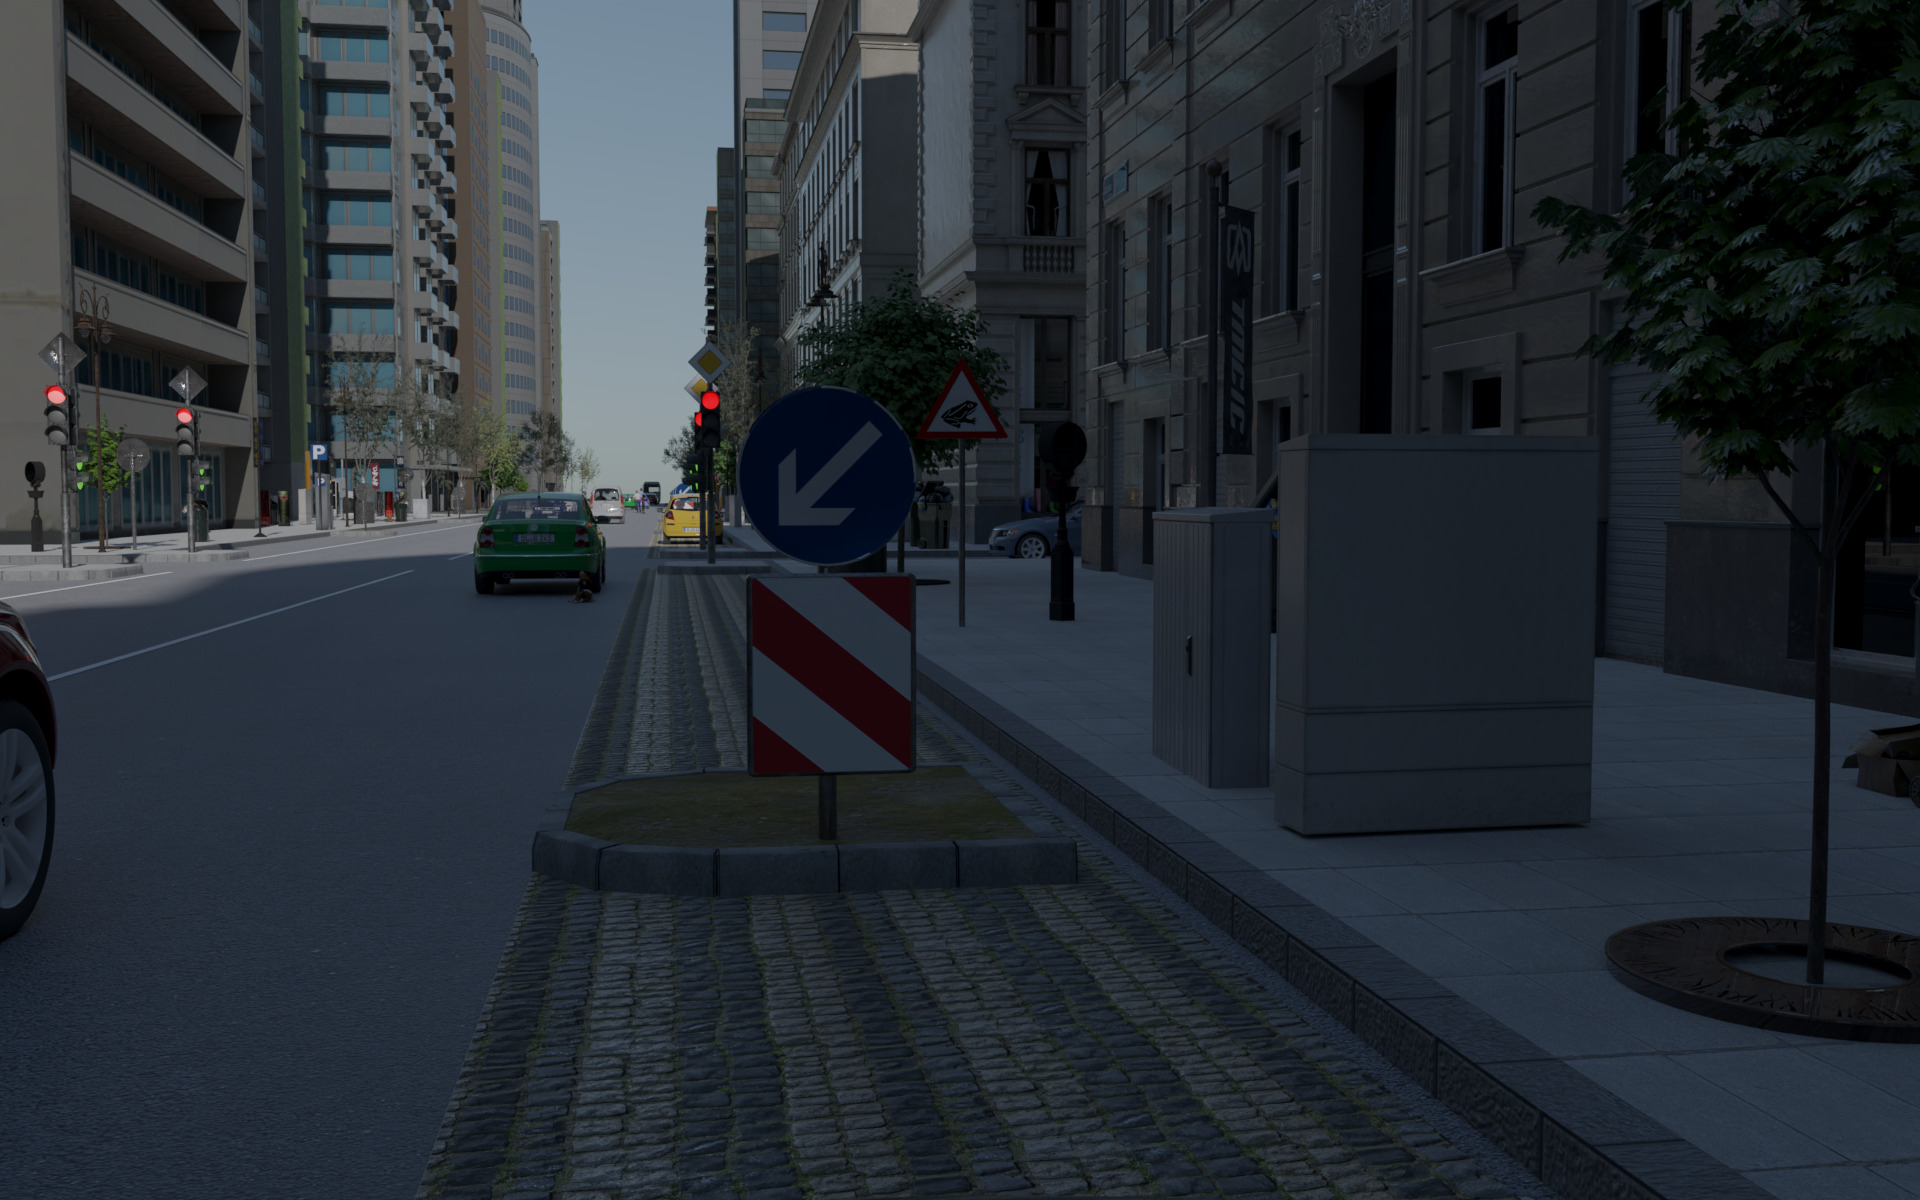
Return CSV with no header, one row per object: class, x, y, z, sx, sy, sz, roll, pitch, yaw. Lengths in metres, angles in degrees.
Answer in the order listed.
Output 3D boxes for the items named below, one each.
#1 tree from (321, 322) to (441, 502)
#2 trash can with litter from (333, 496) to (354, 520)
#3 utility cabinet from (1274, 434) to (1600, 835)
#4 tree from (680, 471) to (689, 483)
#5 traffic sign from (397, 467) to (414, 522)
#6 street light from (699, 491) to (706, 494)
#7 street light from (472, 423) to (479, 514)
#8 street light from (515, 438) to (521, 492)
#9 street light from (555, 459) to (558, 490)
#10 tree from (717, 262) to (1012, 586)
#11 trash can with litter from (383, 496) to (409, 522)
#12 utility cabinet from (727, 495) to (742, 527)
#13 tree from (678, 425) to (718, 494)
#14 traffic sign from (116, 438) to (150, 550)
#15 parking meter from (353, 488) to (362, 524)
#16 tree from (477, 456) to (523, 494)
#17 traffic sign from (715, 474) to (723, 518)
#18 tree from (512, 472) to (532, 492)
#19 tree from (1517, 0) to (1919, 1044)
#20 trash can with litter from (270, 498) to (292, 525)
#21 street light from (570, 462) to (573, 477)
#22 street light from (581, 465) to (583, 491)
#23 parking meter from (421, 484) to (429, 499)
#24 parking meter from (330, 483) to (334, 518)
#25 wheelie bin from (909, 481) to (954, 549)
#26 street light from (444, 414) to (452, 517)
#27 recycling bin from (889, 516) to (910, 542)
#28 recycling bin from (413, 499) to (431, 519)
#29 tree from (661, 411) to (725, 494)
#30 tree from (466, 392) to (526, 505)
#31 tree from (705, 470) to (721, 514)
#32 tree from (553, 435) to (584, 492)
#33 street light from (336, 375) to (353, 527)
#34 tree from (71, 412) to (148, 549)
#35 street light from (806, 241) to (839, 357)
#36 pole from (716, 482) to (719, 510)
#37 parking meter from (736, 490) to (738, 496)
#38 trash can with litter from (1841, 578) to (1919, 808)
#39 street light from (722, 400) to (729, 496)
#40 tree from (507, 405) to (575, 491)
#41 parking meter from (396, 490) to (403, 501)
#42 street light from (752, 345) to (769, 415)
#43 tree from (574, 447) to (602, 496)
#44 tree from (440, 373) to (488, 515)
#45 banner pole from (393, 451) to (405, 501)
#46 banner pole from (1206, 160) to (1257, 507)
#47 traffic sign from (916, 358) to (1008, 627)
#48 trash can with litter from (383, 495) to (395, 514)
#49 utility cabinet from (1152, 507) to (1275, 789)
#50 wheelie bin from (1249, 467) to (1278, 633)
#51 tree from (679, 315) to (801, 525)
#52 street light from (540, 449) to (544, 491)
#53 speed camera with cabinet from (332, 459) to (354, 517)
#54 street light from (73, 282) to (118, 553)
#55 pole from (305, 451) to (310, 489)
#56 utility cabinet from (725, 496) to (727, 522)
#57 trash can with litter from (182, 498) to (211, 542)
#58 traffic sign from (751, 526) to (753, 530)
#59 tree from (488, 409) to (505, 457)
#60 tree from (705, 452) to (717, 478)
tree,-25.755,-7.633,75.162,4.360,8.622,3.978,0,3,0
trash can with litter,-30.410,-4.520,84.954,2.233,1.210,1.678,-2,4,-27
utility cabinet,1.816,0.125,6.639,1.173,1.500,0.318,-1,4,-11
tree,-24.643,-11.357,169.401,4.285,4.588,4.351,0,3,0
traffic sign,-25.719,-4.908,80.348,0.768,2.556,0.104,0,4,-5
street light,-19.058,-9.579,129.403,0.468,5.910,1.993,-1,4,-10
street light,-31.629,-8.593,113.283,0.468,5.910,1.993,-1,4,-10
street light,-36.782,-10.478,144.110,0.468,5.910,1.993,-1,4,-10
street light,-45.497,-13.607,195.267,0.468,5.910,1.993,-1,4,-10
tree,-0.936,-2.510,24.745,4.285,4.588,4.351,0,3,0
trash can with litter,-25.847,-4.156,79.331,1.055,1.170,0.624,-3,4,-36
utility cabinet,-8.714,-3.433,67.295,0.306,1.237,1.020,-1,4,-19
tree,-26.995,-14.006,179.367,4.737,8.622,4.395,0,3,0
traffic sign,-18.886,-2.413,39.564,0.768,2.556,0.104,0,4,-2
parking meter,-25.631,-3.995,73.735,0.372,1.533,0.369,0,3,0
tree,-35.296,-9.128,132.959,4.285,4.588,4.351,0,3,0
traffic sign,-12.887,-5.739,93.931,0.768,2.556,0.104,0,4,-6
tree,-38.219,-9.561,150.915,1.663,3.219,1.824,0,3,0
tree,2.206,-0.594,4.318,1.663,3.219,1.824,0,3,0
trash can with litter,-28.477,-3.724,72.279,1.055,1.170,0.624,-2,4,-31
street light,-50.392,-15.416,224.841,0.468,5.910,1.993,-1,4,-10
street light,-55.535,-17.243,254.701,0.468,5.910,1.993,-1,4,-10
parking meter,-31.425,-5.873,101.731,0.399,1.863,0.255,0,4,1
parking meter,-31.539,-4.946,86.576,0.255,1.863,0.399,1,4,22
wheelie bin,-0.554,-1.997,40.557,0.693,1.594,0.980,3,4,36
street light,-28.970,-7.658,97.998,0.468,5.910,1.993,-1,4,-10
recycling bin,-1.695,-2.077,46.517,0.722,1.027,0.722,2,4,23
recycling bin,-27.524,-4.649,88.562,0.722,1.027,0.722,0,4,-3
tree,-29.826,-15.991,195.871,8.767,10.594,7.601,0,4,3
tree,-33.769,-10.741,125.981,4.737,8.622,4.395,0,3,0
tree,-15.865,-7.143,111.395,1.663,3.219,1.824,0,3,0
tree,-48.127,-15.960,211.300,4.360,8.622,3.978,0,3,0
street light,-23.912,-5.788,67.418,0.468,5.910,1.993,-1,4,-10
tree,-19.950,-2.820,40.716,1.663,3.219,1.824,0,3,0
street light,-2.525,-3.612,31.840,0.468,5.910,1.993,-1,4,-10
pole,-14.140,-6.544,100.845,0.158,3.312,0.155,0,3,0
parking meter,-14.604,-6.537,112.586,0.399,1.863,0.255,-3,4,-37
trash can with litter,4.056,0.260,7.141,0.624,1.170,1.055,0,4,-7
street light,-11.316,-6.813,84.180,0.468,5.910,1.993,-1,4,-10
tree,-44.629,-15.206,183.033,8.767,10.594,7.601,0,4,-3
parking meter,-34.644,-6.034,107.064,0.372,1.533,0.369,0,3,0
street light,-6.212,-4.964,53.949,0.468,5.910,1.993,-1,4,-10
tree,-57.123,-19.243,264.979,4.737,8.622,4.395,0,3,0
tree,-28.094,-8.611,91.160,4.360,8.622,3.978,0,3,0
banner pole,-32.271,-6.699,99.541,0.863,3.779,0.401,1,4,17
banner pole,2.051,-1.423,13.278,0.401,3.779,0.863,3,4,38
traffic sign,0.018,-1.020,16.686,0.884,2.594,0.081,0,4,0
trash can with litter,-36.218,-6.041,109.829,2.233,1.210,1.678,-2,4,-24
utility cabinet,1.144,0.192,8.021,0.306,1.237,1.020,0,4,-8
wheelie bin,3.041,-0.509,16.224,0.693,1.594,0.980,0,4,5
tree,-8.872,-7.398,71.316,4.360,8.622,3.978,0,3,0
street light,-41.916,-12.303,173.948,0.468,5.910,1.993,-1,4,-10
speed camera with cabinet,-35.069,-6.419,99.283,0.660,3.252,2.038,1,4,21
street light,-18.845,-3.981,37.873,0.468,5.910,1.993,-1,4,-10
pole,-30.893,-5.397,82.082,0.158,3.312,0.155,0,3,0
utility cabinet,-10.788,-4.254,80.707,0.306,1.237,1.020,0,4,-4
trash can with litter,-20.463,-2.146,46.479,0.624,1.170,1.055,-1,4,-17
traffic sign,-7.484,-3.806,62.334,0.768,2.556,0.104,0,4,-2
tree,-30.292,-9.503,105.731,4.360,8.622,3.978,0,3,0
tree,-11.380,-6.505,90.063,4.285,4.588,4.351,0,3,0
